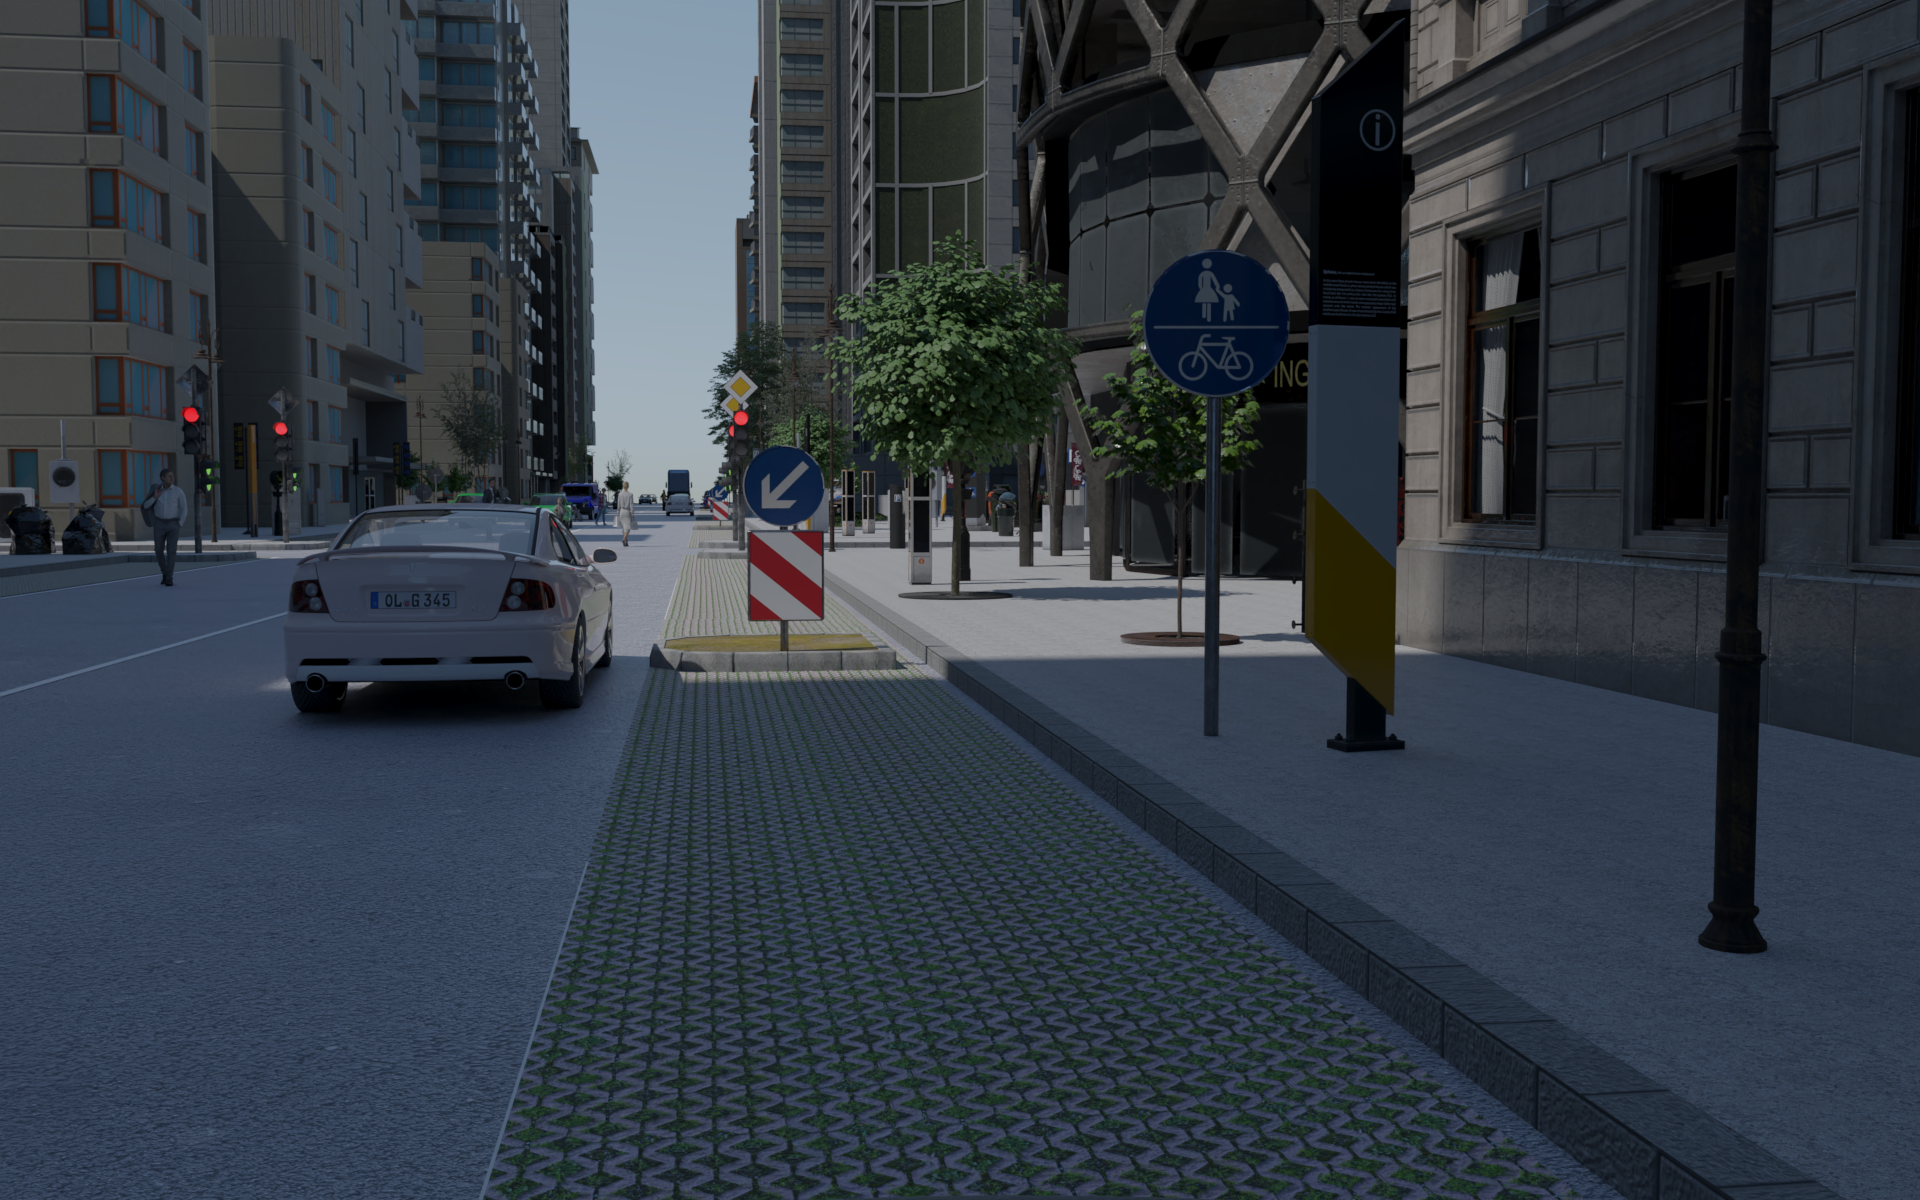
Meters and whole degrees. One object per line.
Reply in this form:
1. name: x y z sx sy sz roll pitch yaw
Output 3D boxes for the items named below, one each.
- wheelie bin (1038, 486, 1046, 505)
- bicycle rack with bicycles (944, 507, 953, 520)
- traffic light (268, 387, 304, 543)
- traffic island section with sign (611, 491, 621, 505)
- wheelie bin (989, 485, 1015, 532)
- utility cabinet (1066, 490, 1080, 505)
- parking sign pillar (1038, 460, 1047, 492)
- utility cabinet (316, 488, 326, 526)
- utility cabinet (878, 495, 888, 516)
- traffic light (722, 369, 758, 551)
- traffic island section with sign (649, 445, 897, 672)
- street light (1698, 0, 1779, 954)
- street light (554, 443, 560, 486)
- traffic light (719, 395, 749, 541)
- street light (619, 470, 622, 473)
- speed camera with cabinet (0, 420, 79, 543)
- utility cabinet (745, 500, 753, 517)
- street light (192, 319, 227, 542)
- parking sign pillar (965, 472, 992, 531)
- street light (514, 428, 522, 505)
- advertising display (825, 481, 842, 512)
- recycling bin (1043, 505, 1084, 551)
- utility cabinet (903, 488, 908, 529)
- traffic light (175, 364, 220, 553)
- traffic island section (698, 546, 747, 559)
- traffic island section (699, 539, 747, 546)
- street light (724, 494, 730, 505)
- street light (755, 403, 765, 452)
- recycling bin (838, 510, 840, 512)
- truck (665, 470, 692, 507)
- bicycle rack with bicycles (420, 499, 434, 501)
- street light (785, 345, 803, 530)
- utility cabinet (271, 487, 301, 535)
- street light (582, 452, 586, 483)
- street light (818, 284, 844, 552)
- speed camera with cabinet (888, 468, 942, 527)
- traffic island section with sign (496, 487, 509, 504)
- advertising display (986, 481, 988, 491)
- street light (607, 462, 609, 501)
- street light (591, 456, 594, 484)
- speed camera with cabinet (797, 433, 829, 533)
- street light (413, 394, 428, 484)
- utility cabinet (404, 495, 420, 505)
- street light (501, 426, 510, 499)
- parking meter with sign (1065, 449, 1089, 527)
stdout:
1. wheelie bin: 2.950 -3.770 69.547 0.980 1.594 0.693 -2 4 -35
2. bicycle rack with bicycles: 0.654 -4.503 87.009 2.925 0.926 2.852 -3 4 -38
3. traffic light: -17.670 -3.452 45.357 0.839 4.253 0.868 -1 4 -8
4. traffic island section with sign: -44.263 -13.228 224.902 1.989 1.847 2.006 -1 4 -8
5. wheelie bin: 1.428 -3.079 58.252 0.980 1.594 0.693 2 4 32
6. utility cabinet: 6.537 -5.402 97.001 1.173 1.500 0.318 1 4 13
7. parking sign pillar: 4.357 -6.828 100.111 1.447 3.967 1.447 -1 4 -9
8. utility cabinet: -25.076 -3.629 68.008 0.318 1.500 1.173 -1 4 -22
9. utility cabinet: -4.005 -5.117 94.817 1.020 1.237 0.306 3 5 42
10. traffic light: -4.968 -3.074 39.173 0.839 4.253 0.868 -1 4 -8
11. traffic island section with sign: -1.640 -0.378 14.805 1.989 1.847 2.006 -1 4 -8
12. street light: 2.194 -1.954 4.740 0.468 5.910 1.993 -1 4 -8
13. street light: -36.120 -11.178 155.547 0.468 5.910 1.993 -1 4 -8
14. traffic light: -6.136 -3.557 47.072 0.839 4.253 0.868 -1 4 -8
15. street light: -53.072 -18.205 270.437 0.468 5.910 1.993 -1 4 -8
16. speed camera with cabinet: -24.414 -3.143 45.723 2.038 3.252 0.660 -2 4 -25
17. utility cabinet: -11.954 -5.312 98.014 0.306 1.237 1.020 0 4 2
18. street light: -19.806 -4.468 45.837 0.468 5.910 1.993 -1 4 -8
19. parking sign pillar: 0.543 -4.384 60.157 1.447 3.967 1.447 1 4 14
20. street light: -30.999 -9.111 121.747 0.468 5.910 1.993 -1 4 -8
21. advertising display: -6.139 -4.827 84.136 0.974 1.923 0.123 1 4 14
22. recycling bin: 2.366 -1.658 39.655 0.722 1.027 0.722 -2 4 -30
23. utility cabinet: -1.802 -3.294 62.536 0.318 1.500 1.173 -1 4 -15
24. traffic light: -16.501 -2.969 37.457 0.839 4.253 0.868 -1 4 -8
25. traffic island section: -4.926 -1.040 39.293 2.009 0.180 2.903 -1 4 -8
26. traffic island section: -6.095 -1.524 47.192 2.009 0.180 2.903 -1 4 -8
27. street light: -28.374 -14.565 210.930 0.468 5.910 1.993 -1 4 -8
28. street light: -10.056 -7.013 87.448 0.468 5.910 1.993 -1 4 -8
29. recycling bin: -7.228 -5.164 96.992 0.722 1.027 0.722 -3 4 -39
30. truck: -29.968 -11.888 184.132 2.967 4.110 18.799 -1 4 -9
31. bicycle rack with bicycles: -36.244 -6.380 117.702 2.852 0.926 2.925 -1 4 -23
32. street light: -5.159 -4.963 53.938 0.468 5.910 1.993 -1 4 -8
33. utility cabinet: -20.924 -2.761 53.825 0.318 1.500 1.173 1 4 9
34. street light: -41.023 -13.243 189.308 0.468 5.910 1.993 -1 4 -8
35. street light: -2.835 -4.003 38.231 0.468 5.910 1.993 -1 4 -8
36. speed camera with cabinet: -1.739 -4.416 66.545 2.038 3.252 0.660 1 4 20
37. traffic island section with sign: -25.021 -5.271 94.809 1.989 1.847 2.006 -1 4 -8
38. advertising display: 1.232 -4.769 83.184 0.123 1.923 0.974 0 4 8
39. street light: -48.056 -16.147 236.791 0.468 5.910 1.993 -1 4 -8
40. street light: -43.160 -14.097 203.280 0.468 5.910 1.993 -1 4 -8
41. speed camera with cabinet: -5.076 -3.826 56.895 0.660 3.252 2.038 2 4 27
42. street light: -24.944 -6.567 80.163 0.468 5.910 1.993 -1 4 -8
43. utility cabinet: -27.403 -4.615 86.621 0.306 1.237 1.020 1 4 13
44. street light: -29.833 -8.617 113.675 0.468 5.910 1.993 -1 4 -8
45. parking meter with sign: 5.012 -4.315 66.812 1.738 3.016 0.543 -2 4 -35
